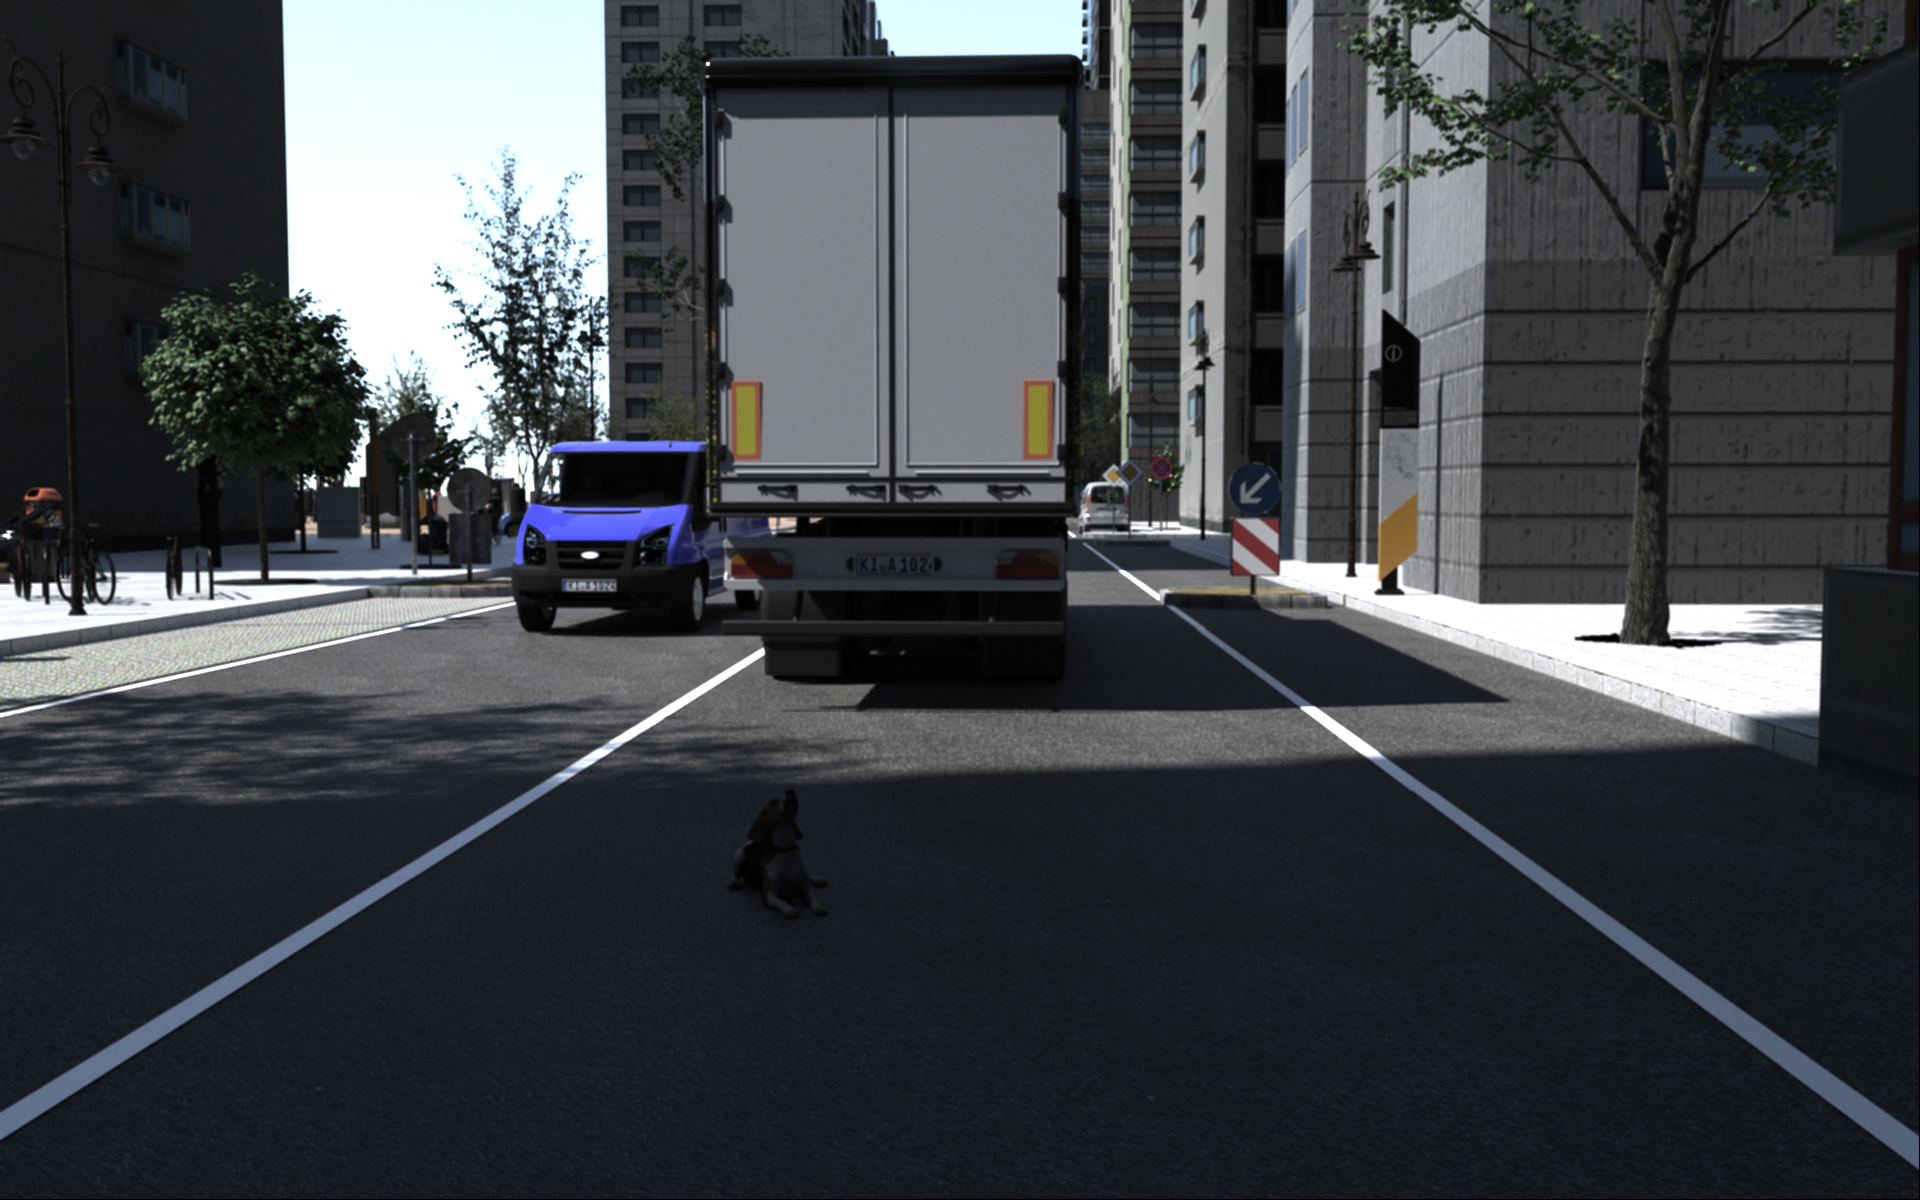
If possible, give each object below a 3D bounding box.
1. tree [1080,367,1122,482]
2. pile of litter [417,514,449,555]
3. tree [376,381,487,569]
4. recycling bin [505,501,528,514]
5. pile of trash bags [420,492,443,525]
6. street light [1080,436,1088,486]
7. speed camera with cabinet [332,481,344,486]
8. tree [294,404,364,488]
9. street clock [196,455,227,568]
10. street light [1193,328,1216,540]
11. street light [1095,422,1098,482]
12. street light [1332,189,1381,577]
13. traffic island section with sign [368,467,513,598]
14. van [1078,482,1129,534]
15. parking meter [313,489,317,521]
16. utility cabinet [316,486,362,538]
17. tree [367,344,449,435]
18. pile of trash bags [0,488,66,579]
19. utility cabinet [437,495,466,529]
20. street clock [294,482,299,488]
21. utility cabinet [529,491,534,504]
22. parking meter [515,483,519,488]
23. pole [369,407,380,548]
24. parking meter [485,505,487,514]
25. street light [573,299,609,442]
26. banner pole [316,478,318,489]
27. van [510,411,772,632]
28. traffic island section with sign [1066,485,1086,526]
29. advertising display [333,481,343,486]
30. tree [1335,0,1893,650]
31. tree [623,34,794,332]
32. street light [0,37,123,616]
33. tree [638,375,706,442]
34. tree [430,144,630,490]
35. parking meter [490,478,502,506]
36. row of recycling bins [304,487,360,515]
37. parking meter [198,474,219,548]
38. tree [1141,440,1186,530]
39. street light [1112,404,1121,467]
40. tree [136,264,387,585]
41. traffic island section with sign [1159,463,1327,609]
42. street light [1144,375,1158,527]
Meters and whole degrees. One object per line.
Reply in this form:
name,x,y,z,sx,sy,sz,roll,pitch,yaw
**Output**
tree,8.308,-9.120,99.480,4.360,8.622,3.978,0,3,0
pile of litter,-10.922,-1.408,36.987,1.176,0.858,1.719,3,5,39
tree,-9.290,-2.159,29.907,1.663,3.219,1.824,0,3,0
recycling bin,-15.806,-3.011,61.779,0.722,1.027,0.722,0,4,-5
pile of trash bags,-23.439,-4.173,77.979,1.912,1.369,3.447,1,4,19
street light,9.520,-9.711,131.556,0.468,5.910,1.993,0,4,2
speed camera with cabinet,-41.835,-7.575,118.192,2.038,3.252,0.660,1,4,11
tree,-27.909,-7.367,70.815,4.737,8.622,4.395,0,3,0
street clock,-13.033,-1.569,30.230,0.471,2.002,0.358,-1,4,-9
street light,6.821,-4.628,48.455,0.468,5.910,1.993,0,4,2
street light,8.685,-8.411,110.312,0.468,5.910,1.993,0,4,2
street light,6.070,-3.297,26.690,0.468,5.910,1.993,0,4,2
traffic island section with sign,-7.119,-0.981,24.674,1.989,1.847,2.006,0,4,2
van,5.097,-3.324,61.358,2.013,2.044,4.112,0,4,1
parking meter,-30.121,-4.450,81.173,0.372,1.533,0.369,0,3,0
utility cabinet,-17.974,-2.537,50.155,1.173,1.500,0.318,0,4,-4
tree,-27.026,-8.182,84.131,4.737,8.622,4.395,0,3,0
pile of trash bags,-14.974,-1.051,26.930,3.447,1.369,1.912,2,4,33
utility cabinet,-18.763,-3.228,63.944,1.020,1.237,0.306,1,4,14
street clock,-39.299,-5.976,102.279,0.358,2.002,0.471,3,4,38
utility cabinet,-28.943,-6.741,118.901,1.173,1.500,0.318,-1,4,-20
parking meter,-22.681,-5.060,88.447,0.255,1.863,0.399,1,4,8
pole,-13.813,-2.874,40.839,0.158,3.312,0.155,0,3,0
parking meter,-27.684,-5.701,101.622,0.372,1.533,0.369,0,3,0
street light,-8.631,-4.152,40.671,0.468,5.910,1.993,0,4,2
banner pole,-46.990,-8.403,127.410,0.863,3.779,0.401,0,4,4
van,-3.524,-0.945,19.830,2.240,2.365,5.245,0,4,4
traffic island section with sign,5.484,-4.346,79.686,1.989,1.847,2.006,0,4,2
advertising display,-30.083,-4.804,83.759,0.123,1.923,0.974,0,4,2
tree,6.015,-5.423,14.427,9.928,11.665,9.643,0,3,0
tree,-7.391,-13.081,69.770,12.611,20.169,13.585,0,3,0
street light,-9.356,-2.777,18.186,0.468,5.910,1.993,0,4,2
tree,-17.943,-9.658,108.273,4.737,8.622,4.395,0,3,0
tree,-8.994,-5.277,36.643,4.360,8.622,3.978,0,3,0
parking meter,-17.059,-3.547,63.709,0.399,1.863,0.255,0,4,7
row of recycling bins,-37.954,-5.982,104.917,3.534,1.692,1.069,-2,4,-30
parking meter,-17.476,-2.114,40.273,0.399,1.863,0.255,-3,4,-37
tree,7.327,-4.149,62.442,1.663,3.219,1.824,0,3,0
street light,8.051,-7.088,88.669,0.468,5.910,1.993,0,4,2
tree,-10.069,-2.522,24.953,4.285,4.588,4.351,0,3,0
traffic island section with sign,3.639,-0.857,22.643,1.989,1.847,2.006,0,4,2
street light,7.397,-5.774,67.199,0.468,5.910,1.993,0,4,2
